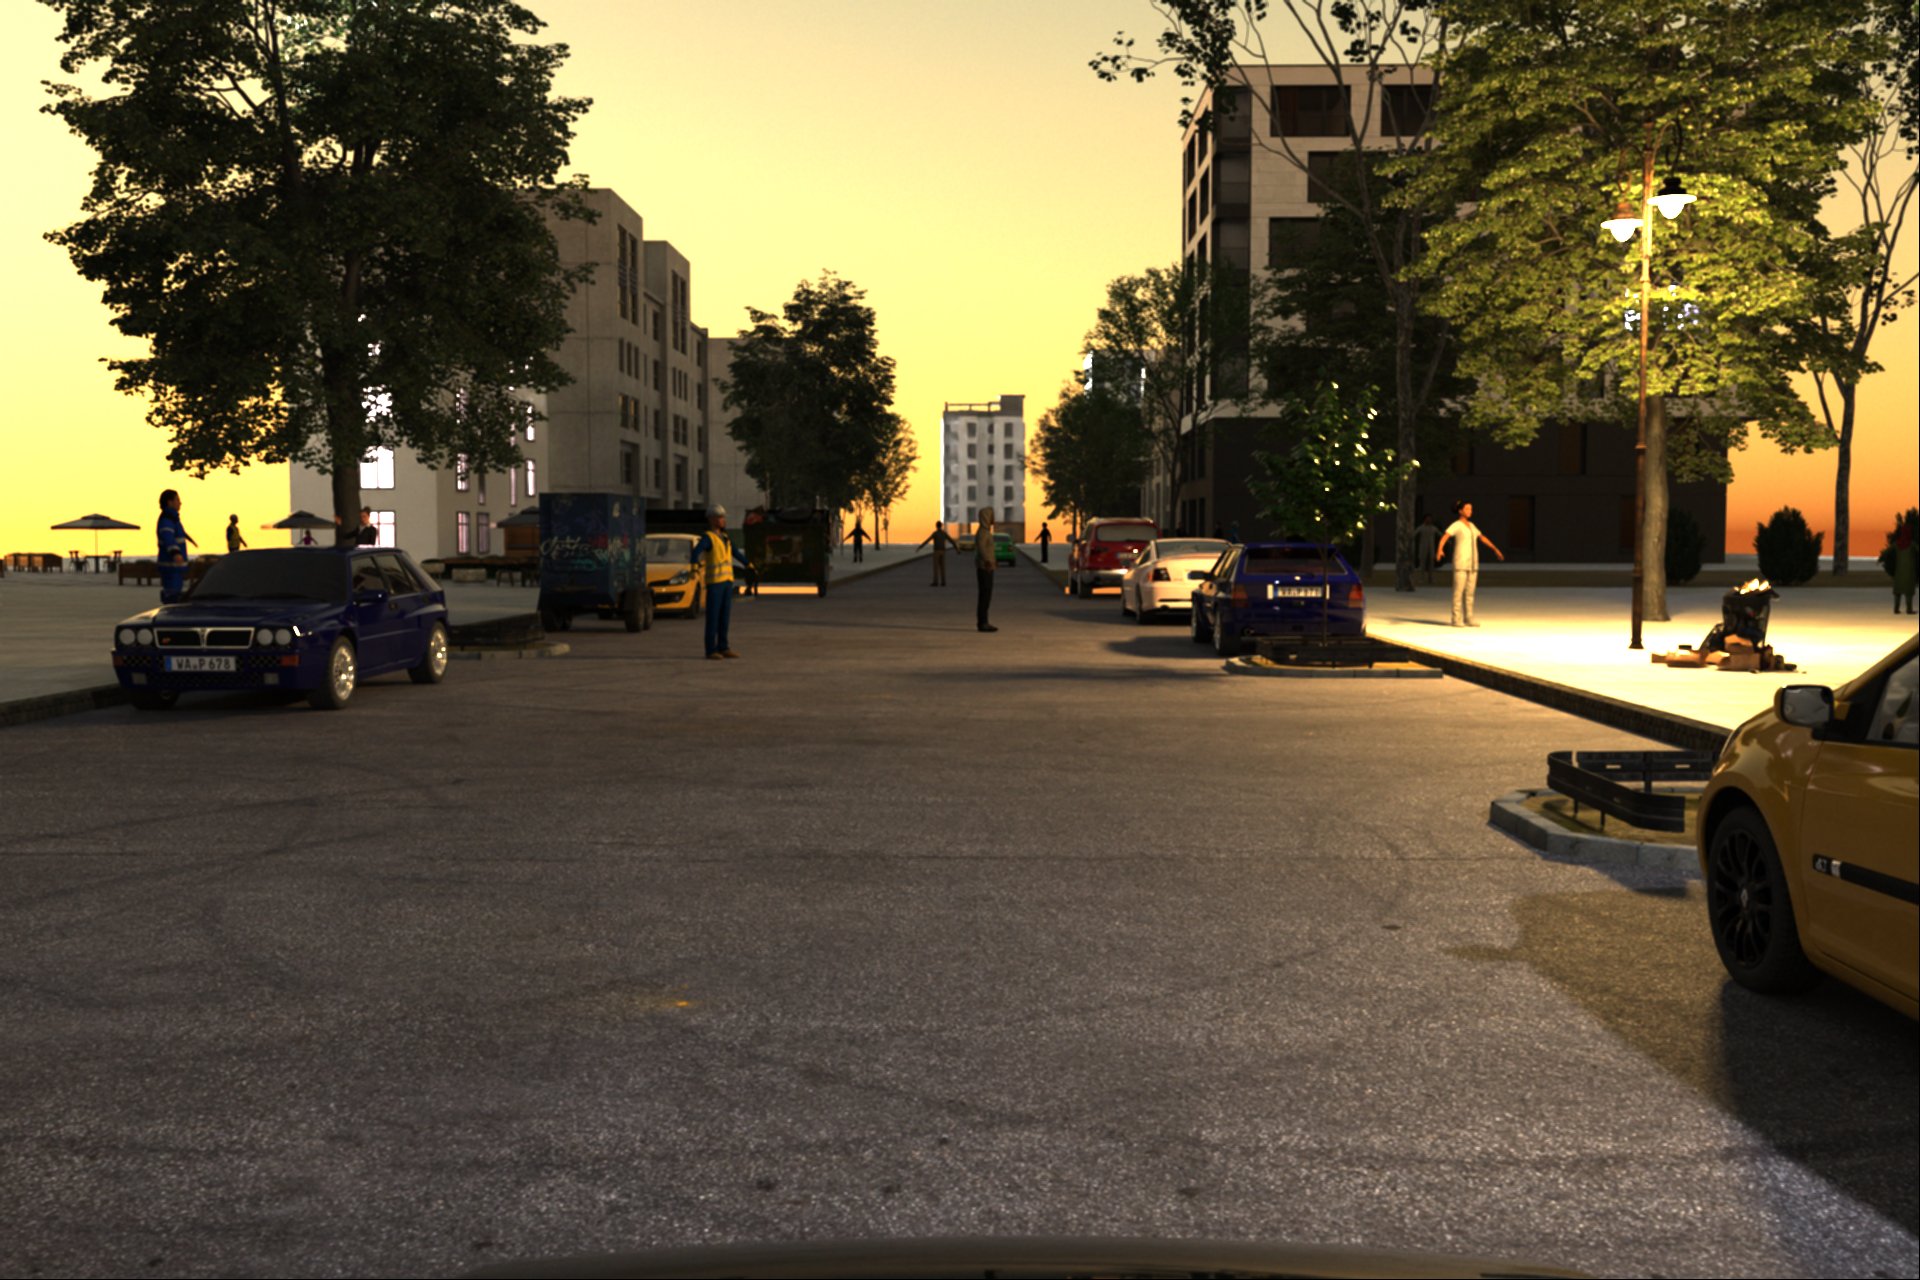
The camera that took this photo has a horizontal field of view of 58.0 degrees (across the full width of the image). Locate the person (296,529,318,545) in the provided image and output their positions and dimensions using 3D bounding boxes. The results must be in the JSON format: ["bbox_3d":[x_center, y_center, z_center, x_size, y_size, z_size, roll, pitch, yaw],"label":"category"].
[{"bbox_3d":[-21.515,-2.922,57.034,0.599,1.433,0.991,2,4,35],"label":"person"}]

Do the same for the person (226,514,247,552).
[{"bbox_3d":[-19.812,-2.531,47.354,0.705,1.833,1.349,0,4,-5],"label":"person"}]

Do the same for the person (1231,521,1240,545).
[{"bbox_3d":[11.320,-3.974,71.104,0.704,1.817,1.347,0,4,2],"label":"person"}]

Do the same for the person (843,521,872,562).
[{"bbox_3d":[-4.617,-4.429,78.189,1.354,1.856,0.705,1,4,14],"label":"person"}]

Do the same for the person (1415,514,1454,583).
[{"bbox_3d":[12.140,-2.372,44.965,1.347,1.806,0.705,0,4,-3],"label":"person"}]

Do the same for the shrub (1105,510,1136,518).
[{"bbox_3d":[5.131,-3.174,55.940,1.661,2.075,1.752,0,3,0],"label":"shrub"}]

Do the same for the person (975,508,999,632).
[{"bbox_3d":[0.403,-1.033,25.476,0.705,1.813,1.348,0,4,6],"label":"person"}]

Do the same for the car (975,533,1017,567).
[{"bbox_3d":[1.573,-4.198,77.439,1.959,1.807,4.718,0,4,1],"label":"car"}]

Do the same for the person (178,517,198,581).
[{"bbox_3d":[-21.586,-2.548,47.795,1.346,1.812,0.704,2,4,26],"label":"person"}]

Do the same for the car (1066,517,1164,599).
[{"bbox_3d":[3.630,-1.911,39.910,2.281,1.827,5.304,0,4,0],"label":"car"}]

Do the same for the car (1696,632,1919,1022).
[{"bbox_3d":[3.263,0.366,4.242,2.015,1.641,3.980,0,4,2],"label":"car"}]

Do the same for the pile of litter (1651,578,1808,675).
[{"bbox_3d":[7.366,-0.164,16.642,1.176,0.858,1.719,0,4,1],"label":"pile of litter"}]

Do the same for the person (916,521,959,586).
[{"bbox_3d":[-0.588,-2.389,47.792,1.348,1.796,0.705,-2,4,-30],"label":"person"}]

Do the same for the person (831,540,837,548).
[{"bbox_3d":[-3.902,-2.451,45.929,1.347,1.847,0.705,-2,4,-32],"label":"person"}]

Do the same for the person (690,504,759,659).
[{"bbox_3d":[-2.727,-0.675,19.954,0.721,1.772,1.216,2,4,29],"label":"person"}]

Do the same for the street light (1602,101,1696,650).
[{"bbox_3d":[7.536,-2.834,19.118,0.468,5.910,1.993,0,4,1],"label":"street light"}]

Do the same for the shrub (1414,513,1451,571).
[{"bbox_3d":[16.176,-3.394,59.912,1.690,2.028,1.600,0,3,0],"label":"shrub"}]

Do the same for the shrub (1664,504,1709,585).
[{"bbox_3d":[17.940,-2.423,43.662,1.661,2.075,1.752,0,3,0],"label":"shrub"}]

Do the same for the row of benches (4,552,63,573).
[{"bbox_3d":[-31.548,-2.661,58.966,4.104,0.672,1.422,3,5,45],"label":"row of benches"}]

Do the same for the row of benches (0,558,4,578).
[{"bbox_3d":[-29.268,-2.235,51.999,1.422,0.672,4.104,-2,4,-34],"label":"row of benches"}]

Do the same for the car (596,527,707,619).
[{"bbox_3d":[-5.232,-1.233,30.384,2.015,1.641,3.980,0,4,1],"label":"car"}]

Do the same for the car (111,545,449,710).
[{"bbox_3d":[-5.864,-0.169,15.340,1.945,1.354,3.894,0,4,1],"label":"car"}]

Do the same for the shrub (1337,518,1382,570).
[{"bbox_3d":[14.102,-3.502,61.304,1.661,2.075,1.752,0,3,0],"label":"shrub"}]

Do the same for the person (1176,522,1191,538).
[{"bbox_3d":[9.527,-4.185,74.655,1.346,1.802,0.704,-3,4,-36],"label":"person"}]

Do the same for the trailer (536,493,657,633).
[{"bbox_3d":[-5.347,-1.085,24.781,1.471,1.999,3.904,0,4,1],"label":"trailer"}]

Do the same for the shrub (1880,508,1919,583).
[{"bbox_3d":[25.046,-2.511,45.466,1.690,2.028,1.600,0,3,0],"label":"shrub"}]

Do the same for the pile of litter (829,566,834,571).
[{"bbox_3d":[-5.005,-2.847,60.519,1.176,0.858,1.719,0,4,1],"label":"pile of litter"}]

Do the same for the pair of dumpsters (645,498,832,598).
[{"bbox_3d":[-5.154,-2.106,39.387,4.436,2.255,1.574,0,4,1],"label":"pair of dumpsters"}]

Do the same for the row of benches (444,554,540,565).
[{"bbox_3d":[-14.067,-2.311,53.244,1.422,0.672,4.104,2,4,35],"label":"row of benches"}]

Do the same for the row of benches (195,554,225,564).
[{"bbox_3d":[-22.437,-2.281,52.753,1.422,0.672,4.104,-3,4,-38],"label":"row of benches"}]

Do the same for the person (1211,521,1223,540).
[{"bbox_3d":[11.069,-4.194,74.507,0.705,1.837,1.347,2,4,30],"label":"person"}]

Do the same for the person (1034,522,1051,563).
[{"bbox_3d":[3.754,-4.358,77.434,0.705,1.806,1.347,2,4,35],"label":"person"}]

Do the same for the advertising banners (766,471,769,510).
[{"bbox_3d":[-5.402,-3.155,47.771,0.090,3.025,2.074,0,4,2],"label":"advertising banners"}]

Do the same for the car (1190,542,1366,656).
[{"bbox_3d":[3.908,-0.556,21.676,1.945,1.354,3.894,0,4,1],"label":"car"}]

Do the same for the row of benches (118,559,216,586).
[{"bbox_3d":[-19.130,-1.681,42.954,4.104,0.672,1.422,2,4,24],"label":"row of benches"}]

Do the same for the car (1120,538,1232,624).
[{"bbox_3d":[3.749,-1.009,28.856,2.083,1.381,4.827,0,4,0],"label":"car"}]

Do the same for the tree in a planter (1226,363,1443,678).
[{"bbox_3d":[3.836,-1.279,18.131,1.991,3.239,1.994,0,4,2],"label":"tree in a planter"}]

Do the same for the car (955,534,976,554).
[{"bbox_3d":[0.637,-6.984,124.410,2.015,1.641,3.980,0,4,1],"label":"car"}]

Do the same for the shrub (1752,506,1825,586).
[{"bbox_3d":[20.594,-2.364,43.070,1.690,2.028,1.600,0,3,0],"label":"shrub"}]
